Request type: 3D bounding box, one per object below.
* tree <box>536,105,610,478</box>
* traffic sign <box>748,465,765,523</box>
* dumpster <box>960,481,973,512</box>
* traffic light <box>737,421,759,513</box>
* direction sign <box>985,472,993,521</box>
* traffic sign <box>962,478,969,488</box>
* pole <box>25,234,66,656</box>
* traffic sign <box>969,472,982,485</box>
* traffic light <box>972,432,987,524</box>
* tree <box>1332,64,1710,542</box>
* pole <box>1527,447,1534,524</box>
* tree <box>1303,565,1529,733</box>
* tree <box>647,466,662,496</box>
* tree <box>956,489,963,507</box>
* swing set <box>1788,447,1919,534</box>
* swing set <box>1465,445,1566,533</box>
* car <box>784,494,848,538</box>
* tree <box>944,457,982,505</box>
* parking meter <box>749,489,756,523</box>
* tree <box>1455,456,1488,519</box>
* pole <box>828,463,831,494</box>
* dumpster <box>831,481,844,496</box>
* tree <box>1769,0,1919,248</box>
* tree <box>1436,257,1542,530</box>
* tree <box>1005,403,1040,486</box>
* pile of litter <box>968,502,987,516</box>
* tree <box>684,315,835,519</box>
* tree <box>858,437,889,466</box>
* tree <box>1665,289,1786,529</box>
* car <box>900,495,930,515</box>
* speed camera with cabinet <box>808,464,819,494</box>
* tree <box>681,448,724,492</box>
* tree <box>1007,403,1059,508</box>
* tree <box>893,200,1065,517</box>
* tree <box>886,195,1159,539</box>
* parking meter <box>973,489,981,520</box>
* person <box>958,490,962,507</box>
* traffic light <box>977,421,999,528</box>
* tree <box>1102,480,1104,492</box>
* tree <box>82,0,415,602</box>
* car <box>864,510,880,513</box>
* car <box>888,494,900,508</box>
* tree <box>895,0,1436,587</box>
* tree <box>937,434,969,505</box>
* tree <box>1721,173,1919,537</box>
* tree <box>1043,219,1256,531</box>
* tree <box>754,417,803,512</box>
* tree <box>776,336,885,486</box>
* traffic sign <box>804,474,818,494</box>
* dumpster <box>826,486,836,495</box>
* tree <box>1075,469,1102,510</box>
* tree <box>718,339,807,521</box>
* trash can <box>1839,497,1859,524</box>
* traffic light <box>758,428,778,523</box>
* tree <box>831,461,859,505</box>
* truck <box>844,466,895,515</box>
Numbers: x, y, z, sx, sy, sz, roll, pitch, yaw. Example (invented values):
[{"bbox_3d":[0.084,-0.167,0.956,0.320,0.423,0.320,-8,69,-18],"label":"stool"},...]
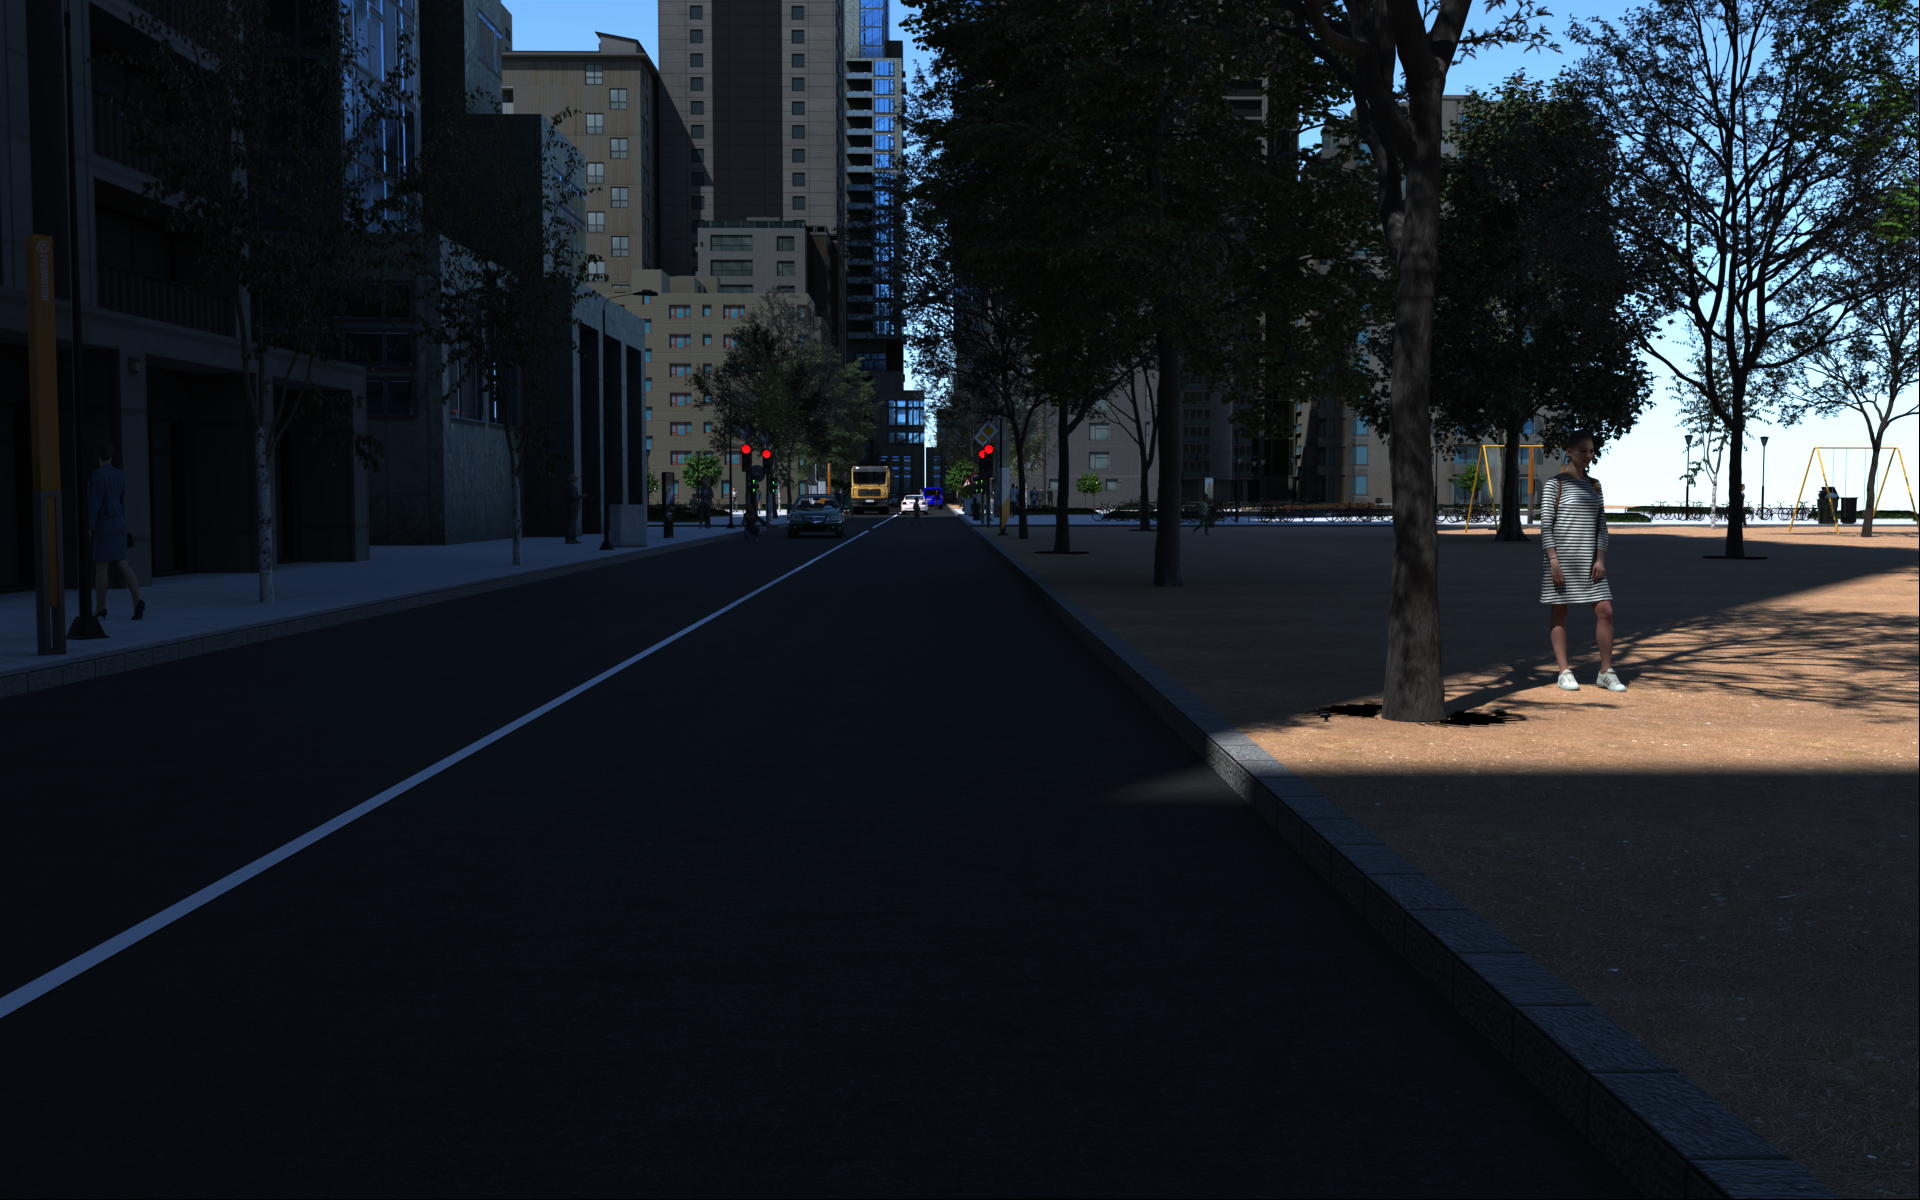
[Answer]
[{"bbox_3d":[-8.153,-4.934,31.036,4.360,8.622,3.978,0,3,0],"label":"tree"},{"bbox_3d":[-8.900,-4.632,75.841,0.768,2.556,0.104,0,4,7],"label":"traffic sign"},{"bbox_3d":[0.760,-7.512,125.307,1.502,2.255,1.985,0,4,-1],"label":"dumpster"},{"bbox_3d":[-8.090,-4.712,65.970,0.839,4.253,0.868,0,4,-1],"label":"traffic light"},{"bbox_3d":[1.419,-5.597,83.500,0.379,3.537,0.876,-1,4,-20],"label":"direction sign"},{"bbox_3d":[0.604,-8.635,141.184,0.884,2.594,0.081,0,4,7],"label":"traffic sign"},{"bbox_3d":[-7.268,-1.218,13.763,0.158,3.312,0.155,0,3,0],"label":"pole"},{"bbox_3d":[0.937,-6.218,101.763,0.768,2.556,0.104,0,4,0],"label":"traffic sign"},{"bbox_3d":[0.954,-5.210,74.102,0.839,4.253,0.868,0,4,-1],"label":"traffic light"},{"bbox_3d":[14.994,-7.934,46.726,9.611,12.733,9.660,0,3,0],"label":"tree"},{"bbox_3d":[24.383,-4.901,73.982,0.158,3.312,0.155,0,3,0],"label":"pole"},{"bbox_3d":[2.529,-6.071,9.634,12.009,13.543,11.850,0,3,0],"label":"tree"},{"bbox_3d":[-21.626,-7.736,121.083,1.663,3.219,1.824,0,3,0],"label":"tree"},{"bbox_3d":[0.427,-11.523,183.004,1.663,3.219,1.824,0,3,0],"label":"tree"},{"bbox_3d":[29.817,-3.661,57.477,3.119,2.851,2.862,0,4,-5],"label":"swing set"},{"bbox_3d":[18.022,-3.546,55.598,3.119,2.851,2.862,0,4,-4],"label":"swing set"},{"bbox_3d":[-4.831,-2.851,58.419,2.131,1.459,4.920,0,4,-3],"label":"car"},{"bbox_3d":[0.544,-10.127,149.291,4.285,4.588,4.351,0,3,0],"label":"tree"},{"bbox_3d":[-9.189,-4.199,77.064,0.372,1.533,0.369,0,3,0],"label":"parking meter"},{"bbox_3d":[26.170,-5.766,88.876,1.663,3.219,1.824,0,3,0],"label":"tree"},{"bbox_3d":[-8.635,-7.385,114.584,0.158,3.312,0.155,0,3,0],"label":"pole"},{"bbox_3d":[-9.503,-7.803,130.072,1.502,2.255,1.985,0,4,-1],"label":"dumpster"},{"bbox_3d":[14.897,-5.975,23.447,9.928,11.665,9.643,0,3,0],"label":"tree"},{"bbox_3d":[19.582,-8.314,61.691,9.928,11.665,9.643,0,3,0],"label":"tree"},{"bbox_3d":[4.496,-11.684,141.390,4.737,8.622,4.395,0,3,0],"label":"tree"},{"bbox_3d":[1.048,-5.246,99.745,1.176,0.858,1.719,0,4,0],"label":"pile of litter"},{"bbox_3d":[-9.922,-9.531,90.237,7.601,10.594,8.767,2,4,29],"label":"tree"},{"bbox_3d":[-10.978,-16.417,218.784,4.360,8.622,3.978,0,3,0],"label":"tree"},{"bbox_3d":[27.779,-6.911,63.362,4.360,8.622,3.978,0,3,0],"label":"tree"},{"bbox_3d":[-3.148,-6.598,120.236,2.083,1.381,4.827,0,4,-1],"label":"car"},{"bbox_3d":[-9.701,-7.366,114.776,0.660,3.252,2.038,0,4,-2],"label":"speed camera with cabinet"},{"bbox_3d":[-18.356,-8.523,123.062,4.285,4.588,4.351,0,3,0],"label":"tree"},{"bbox_3d":[4.846,-10.496,121.966,4.360,8.622,3.978,0,3,0],"label":"tree"},{"bbox_3d":[3.394,-14.556,93.887,12.611,20.169,13.585,0,3,0],"label":"tree"},{"bbox_3d":[1.881,-7.054,49.751,8.767,10.594,7.601,0,4,5],"label":"tree"},{"bbox_3d":[0.821,-4.644,84.345,0.372,1.533,0.369,0,3,0],"label":"parking meter"},{"bbox_3d":[0.014,-10.182,172.524,0.705,1.822,1.348,-1,4,-11],"label":"person"},{"bbox_3d":[1.070,-4.722,66.118,0.839,4.253,0.868,0,4,-1],"label":"traffic light"},{"bbox_3d":[11.257,-9.230,145.510,1.663,3.219,1.824,0,3,0],"label":"tree"},{"bbox_3d":[-8.014,-4.273,20.232,4.360,8.622,3.978,0,3,0],"label":"tree"},{"bbox_3d":[-6.713,-7.225,129.920,2.131,1.459,4.920,0,4,0],"label":"car"},{"bbox_3d":[-7.391,-10.425,182.246,2.131,1.459,4.920,0,4,-2],"label":"car"},{"bbox_3d":[2.506,-6.472,23.950,7.486,12.596,7.792,0,3,0],"label":"tree"},{"bbox_3d":[-0.428,-15.585,205.171,4.360,8.622,3.978,0,3,0],"label":"tree"},{"bbox_3d":[26.933,-7.126,50.916,8.767,10.594,7.601,0,4,6],"label":"tree"},{"bbox_3d":[6.508,-8.204,59.898,9.928,11.665,9.643,0,3,0],"label":"tree"},{"bbox_3d":[-13.096,-10.682,125.020,4.360,8.622,3.978,0,3,0],"label":"tree"},{"bbox_3d":[-10.706,-14.185,138.572,9.857,13.997,8.962,0,3,0],"label":"tree"},{"bbox_3d":[-9.419,-6.696,109.481,0.884,2.594,0.081,0,4,6],"label":"traffic sign"},{"bbox_3d":[-9.588,-7.286,124.892,1.264,1.857,1.865,0,4,-1],"label":"dumpster"},{"bbox_3d":[9.742,-8.660,136.197,1.663,3.219,1.824,0,3,0],"label":"tree"},{"bbox_3d":[-9.069,-8.025,81.567,4.737,8.622,4.395,0,3,0],"label":"tree"},{"bbox_3d":[38.235,-3.845,74.515,0.748,1.137,0.748,0,3,0],"label":"trash can"},{"bbox_3d":[-8.206,-5.201,73.954,0.839,4.253,0.868,0,4,-1],"label":"traffic light"},{"bbox_3d":[-10.648,-10.824,160.683,4.285,4.588,4.351,0,3,0],"label":"tree"},{"bbox_3d":[-6.266,-7.693,121.707,3.469,3.379,9.791,0,4,-2],"label":"truck"}]
